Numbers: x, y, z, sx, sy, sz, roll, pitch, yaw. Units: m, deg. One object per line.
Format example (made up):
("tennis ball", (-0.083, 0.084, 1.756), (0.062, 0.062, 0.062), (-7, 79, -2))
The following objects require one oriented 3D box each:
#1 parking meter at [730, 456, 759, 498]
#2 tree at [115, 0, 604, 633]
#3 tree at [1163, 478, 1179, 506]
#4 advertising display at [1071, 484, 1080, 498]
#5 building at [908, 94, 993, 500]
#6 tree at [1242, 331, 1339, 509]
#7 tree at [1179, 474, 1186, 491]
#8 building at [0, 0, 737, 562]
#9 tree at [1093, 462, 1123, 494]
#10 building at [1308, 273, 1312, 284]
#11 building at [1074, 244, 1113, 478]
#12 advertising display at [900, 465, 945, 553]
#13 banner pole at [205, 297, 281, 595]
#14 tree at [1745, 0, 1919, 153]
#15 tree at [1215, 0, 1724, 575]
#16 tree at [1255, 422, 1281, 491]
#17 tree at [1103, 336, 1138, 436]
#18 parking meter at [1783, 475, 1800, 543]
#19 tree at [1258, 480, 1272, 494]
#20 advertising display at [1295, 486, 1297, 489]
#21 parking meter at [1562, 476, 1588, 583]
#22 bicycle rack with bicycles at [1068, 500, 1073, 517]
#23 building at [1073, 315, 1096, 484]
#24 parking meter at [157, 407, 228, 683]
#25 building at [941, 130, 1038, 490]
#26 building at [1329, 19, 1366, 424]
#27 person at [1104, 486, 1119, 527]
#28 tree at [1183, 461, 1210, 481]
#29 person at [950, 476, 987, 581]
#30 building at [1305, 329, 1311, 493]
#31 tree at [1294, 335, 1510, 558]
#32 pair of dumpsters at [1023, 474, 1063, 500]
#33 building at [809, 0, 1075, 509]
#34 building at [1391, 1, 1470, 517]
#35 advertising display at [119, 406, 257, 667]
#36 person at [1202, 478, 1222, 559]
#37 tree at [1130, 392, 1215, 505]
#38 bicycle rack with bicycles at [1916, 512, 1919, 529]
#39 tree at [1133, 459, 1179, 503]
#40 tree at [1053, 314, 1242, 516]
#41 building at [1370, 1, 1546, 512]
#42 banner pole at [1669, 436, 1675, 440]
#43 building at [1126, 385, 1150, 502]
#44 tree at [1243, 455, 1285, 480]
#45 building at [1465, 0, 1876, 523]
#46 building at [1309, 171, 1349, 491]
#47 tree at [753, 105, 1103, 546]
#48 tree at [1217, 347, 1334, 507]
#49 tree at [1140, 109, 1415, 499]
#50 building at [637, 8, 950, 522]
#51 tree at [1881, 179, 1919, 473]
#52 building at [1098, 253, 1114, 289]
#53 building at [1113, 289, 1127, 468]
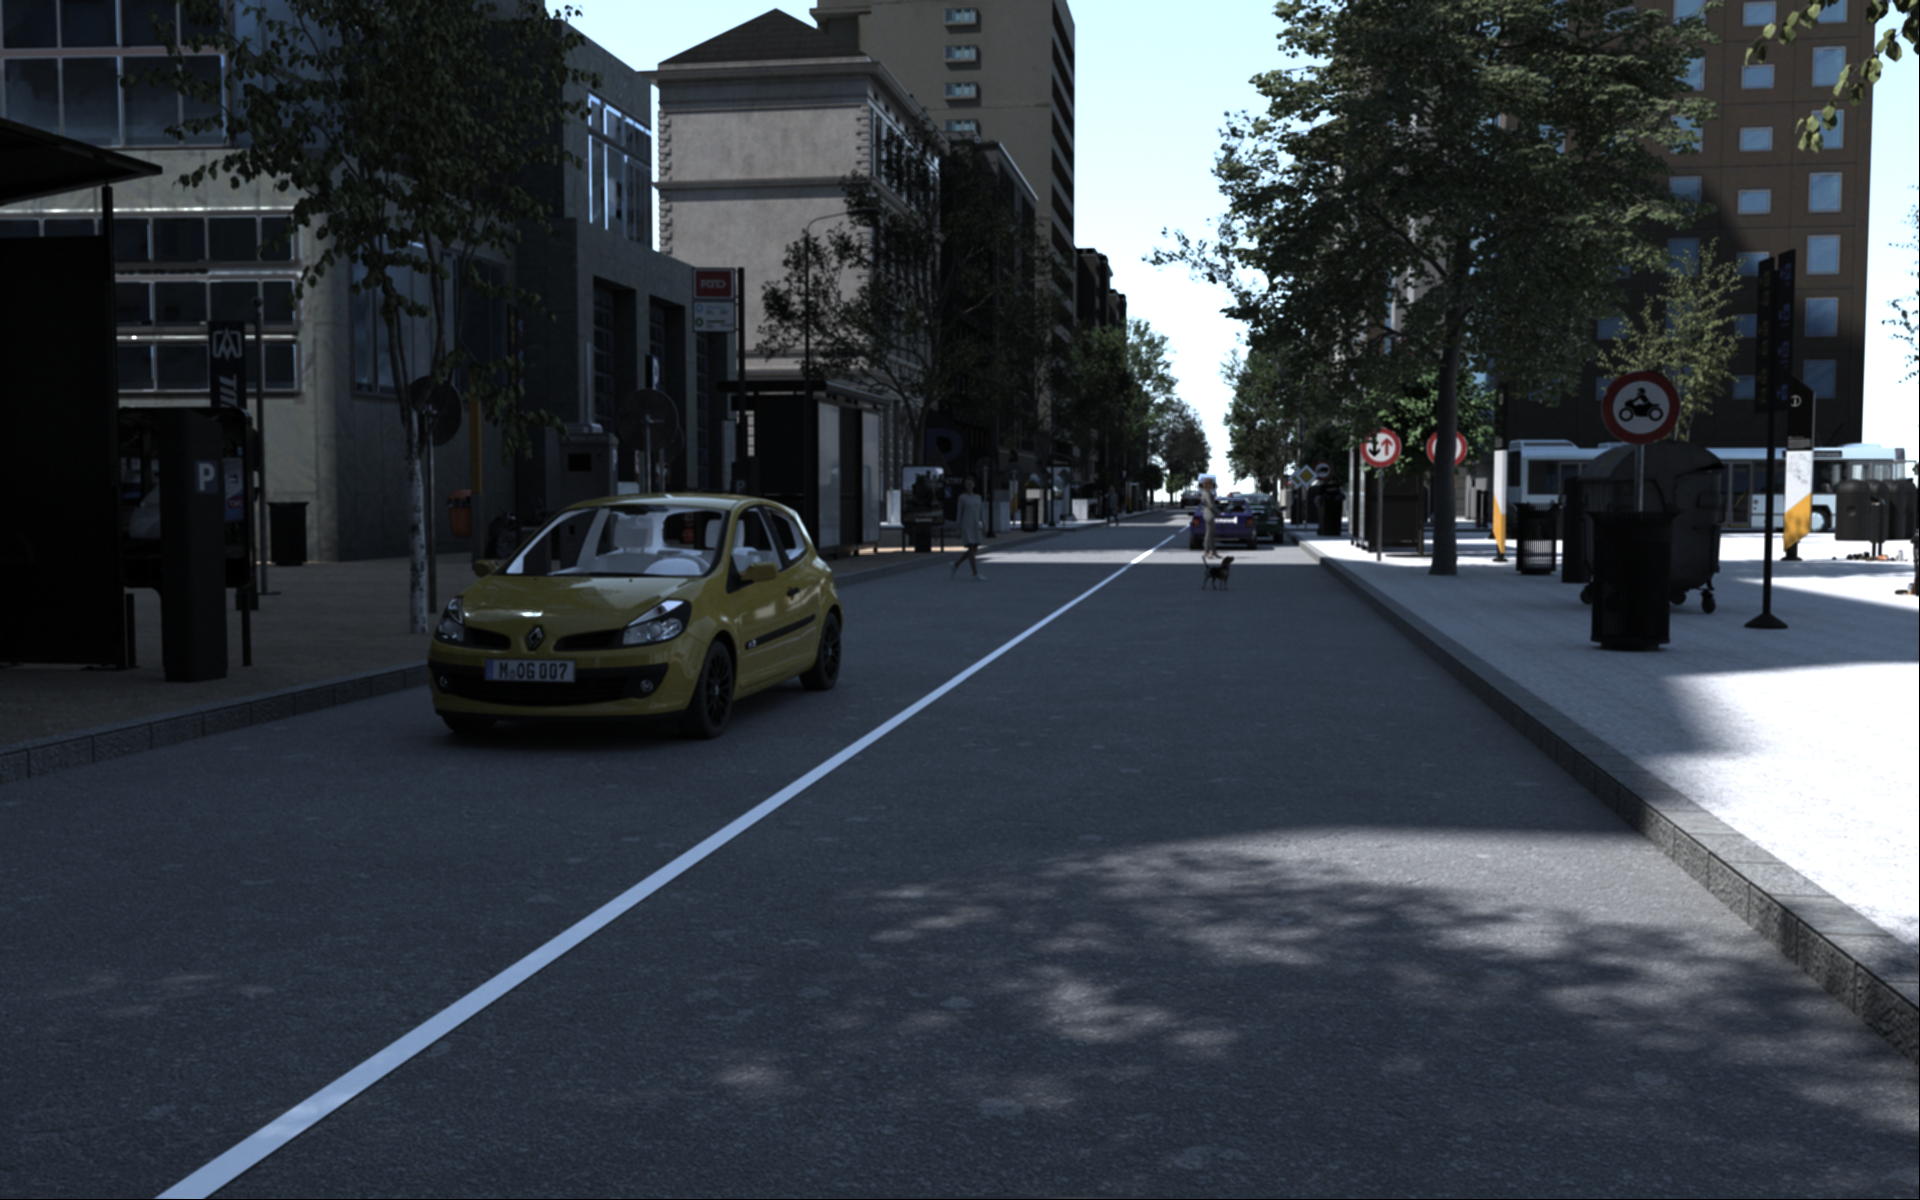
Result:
("parking meter", (-3.351, -1.300, 26.971), (0.399, 1.863, 0.255), (2, 4, 28))
("tree", (-5.024, -3.985, 15.520), (4.737, 8.622, 4.395), (0, 3, 0))
("tree", (22.686, -11.819, 187.842), (1.663, 3.219, 1.824), (0, 3, 0))
("advertising display", (7.511, -6.735, 115.329), (0.974, 1.923, 0.123), (0, 4, -5))
("building", (-5.201, -16.832, 104.889), (12.332, 23.373, 15.834), (1, 4, 9))
("tree", (20.179, -11.211, 109.049), (9.928, 11.665, 9.643), (0, 3, 0))
("tree", (29.420, -15.485, 236.896), (4.285, 4.588, 4.351), (0, 3, 0))
("building", (-23.923, -44.627, 42.331), (31.000, 86.520, 22.319), (1, 4, 9))
("tree", (8.832, -6.813, 105.999), (1.663, 3.219, 1.824), (0, 3, 0))
("building", (64.384, -36.901, 286.930), (14.154, 41.232, 14.086), (1, 4, 9))
("building", (9.848, -26.312, 201.905), (14.160, 30.474, 14.107), (1, 4, 9))
("advertising display", (-0.816, -2.004, 37.973), (0.974, 1.923, 0.123), (0, 4, -6))
("banner pole", (-9.148, -1.961, 22.082), (0.863, 3.779, 0.401), (0, 4, -1))
("tree", (4.999, -3.524, 7.978), (4.737, 8.622, 4.395), (0, 3, 0))
("tree", (8.064, -6.657, 26.974), (7.486, 12.596, 7.792), (0, 3, 0))
("tree", (27.969, -12.551, 155.573), (4.360, 8.622, 3.978), (0, 3, 0))
("tree", (3.840, -8.552, 74.232), (8.767, 10.594, 7.601), (2, 4, 24))
("parking meter", (21.847, -2.431, 45.458), (0.255, 1.863, 0.399), (-1, 4, -14))
("tree", (40.193, -14.154, 226.014), (1.663, 3.219, 1.824), (0, 3, 0))
("advertising display", (22.420, -6.760, 115.733), (0.123, 1.923, 0.974), (0, 4, 1))
("parking meter", (8.914, -1.018, 25.049), (0.372, 1.533, 0.369), (0, 3, 0))
("bicycle rack with bicycles", (5.709, -5.156, 97.680), (2.852, 0.926, 2.925), (1, 4, 22))
("building", (-0.654, -20.602, 181.877), (27.650, 21.520, 28.899), (1, 4, 9))
("parking meter", (-5.278, -0.381, 11.934), (0.255, 1.863, 0.399), (1, 4, 16))
("building", (-2.787, -20.245, 124.508), (14.314, 27.812, 24.014), (1, 4, 9))
("building", (55.283, -36.705, 189.359), (28.713, 52.752, 27.495), (1, 4, 9))
("person", (6.668, -4.079, 75.373), (0.728, 1.800, 0.709), (-2, 4, -35))
("tree", (39.901, -22.322, 299.375), (7.601, 10.594, 8.767), (-2, 4, -25))
("person", (0.124, -1.199, 28.861), (0.760, 1.731, 0.466), (2, 4, 30))
("building", (61.336, -30.665, 273.078), (14.160, 30.474, 14.107), (1, 4, 9))
("tree", (9.456, -3.170, 35.548), (4.285, 4.588, 4.351), (0, 3, 0))
("pair of dumpsters", (3.882, -4.826, 81.401), (1.574, 2.255, 4.437), (1, 4, 9))
("building", (-1.399, -32.459, 154.409), (21.300, 48.544, 21.600), (1, 4, 9))
("building", (38.165, -34.668, 108.827), (21.231, 58.520, 28.212), (1, 4, 9))
("advertising display", (-5.741, -0.467, 12.854), (0.974, 1.923, 0.123), (0, 4, -2))
("person", (5.633, -1.816, 38.469), (0.573, 1.790, 0.520), (-1, 4, -13))
("tree", (26.205, -18.527, 213.287), (12.009, 13.543, 11.850), (0, 3, 0))
("bicycle rack with bicycles", (35.968, -3.030, 62.925), (2.925, 0.926, 2.852), (0, 4, -7))
("tree", (17.370, -10.596, 156.957), (4.285, 4.588, 4.351), (0, 3, 0))
("tree", (8.985, -10.624, 99.463), (9.928, 11.665, 9.643), (0, 3, 0))
("building", (43.061, -30.880, 155.005), (14.600, 45.320, 14.200), (1, 4, 9))
("banner pole", (26.963, -4.624, 65.627), (0.863, 3.779, 0.401), (-3, 5, -43))
("building", (16.795, -27.040, 287.149), (27.650, 21.520, 28.899), (1, 4, 9))
("tree", (41.600, -18.612, 238.723), (8.767, 10.594, 7.601), (-3, 5, -42))
("building", (30.751, -26.118, 77.139), (14.200, 45.320, 14.600), (1, 4, 9))
("building", (62.780, -38.550, 253.998), (21.300, 48.544, 21.600), (1, 4, 9))
("tree", (-1.222, -6.620, 42.655), (8.767, 10.594, 7.601), (1, 4, 9))
("tree", (22.948, -12.757, 125.584), (9.611, 12.733, 9.660), (0, 3, 0))
("tree", (15.795, -14.097, 86.383), (12.611, 20.169, 13.585), (0, 3, 0))
("building", (-7.342, -15.760, 86.554), (11.050, 23.489, 19.941), (1, 4, 9))
("tree", (22.390, -5.375, 38.252), (4.360, 8.622, 3.978), (0, 3, 0))
("building", (9.883, -34.802, 260.896), (32.217, 40.220, 23.993), (1, 4, 9))
("building", (15.740, -28.704, 241.007), (14.160, 30.474, 14.107), (1, 4, 9))
